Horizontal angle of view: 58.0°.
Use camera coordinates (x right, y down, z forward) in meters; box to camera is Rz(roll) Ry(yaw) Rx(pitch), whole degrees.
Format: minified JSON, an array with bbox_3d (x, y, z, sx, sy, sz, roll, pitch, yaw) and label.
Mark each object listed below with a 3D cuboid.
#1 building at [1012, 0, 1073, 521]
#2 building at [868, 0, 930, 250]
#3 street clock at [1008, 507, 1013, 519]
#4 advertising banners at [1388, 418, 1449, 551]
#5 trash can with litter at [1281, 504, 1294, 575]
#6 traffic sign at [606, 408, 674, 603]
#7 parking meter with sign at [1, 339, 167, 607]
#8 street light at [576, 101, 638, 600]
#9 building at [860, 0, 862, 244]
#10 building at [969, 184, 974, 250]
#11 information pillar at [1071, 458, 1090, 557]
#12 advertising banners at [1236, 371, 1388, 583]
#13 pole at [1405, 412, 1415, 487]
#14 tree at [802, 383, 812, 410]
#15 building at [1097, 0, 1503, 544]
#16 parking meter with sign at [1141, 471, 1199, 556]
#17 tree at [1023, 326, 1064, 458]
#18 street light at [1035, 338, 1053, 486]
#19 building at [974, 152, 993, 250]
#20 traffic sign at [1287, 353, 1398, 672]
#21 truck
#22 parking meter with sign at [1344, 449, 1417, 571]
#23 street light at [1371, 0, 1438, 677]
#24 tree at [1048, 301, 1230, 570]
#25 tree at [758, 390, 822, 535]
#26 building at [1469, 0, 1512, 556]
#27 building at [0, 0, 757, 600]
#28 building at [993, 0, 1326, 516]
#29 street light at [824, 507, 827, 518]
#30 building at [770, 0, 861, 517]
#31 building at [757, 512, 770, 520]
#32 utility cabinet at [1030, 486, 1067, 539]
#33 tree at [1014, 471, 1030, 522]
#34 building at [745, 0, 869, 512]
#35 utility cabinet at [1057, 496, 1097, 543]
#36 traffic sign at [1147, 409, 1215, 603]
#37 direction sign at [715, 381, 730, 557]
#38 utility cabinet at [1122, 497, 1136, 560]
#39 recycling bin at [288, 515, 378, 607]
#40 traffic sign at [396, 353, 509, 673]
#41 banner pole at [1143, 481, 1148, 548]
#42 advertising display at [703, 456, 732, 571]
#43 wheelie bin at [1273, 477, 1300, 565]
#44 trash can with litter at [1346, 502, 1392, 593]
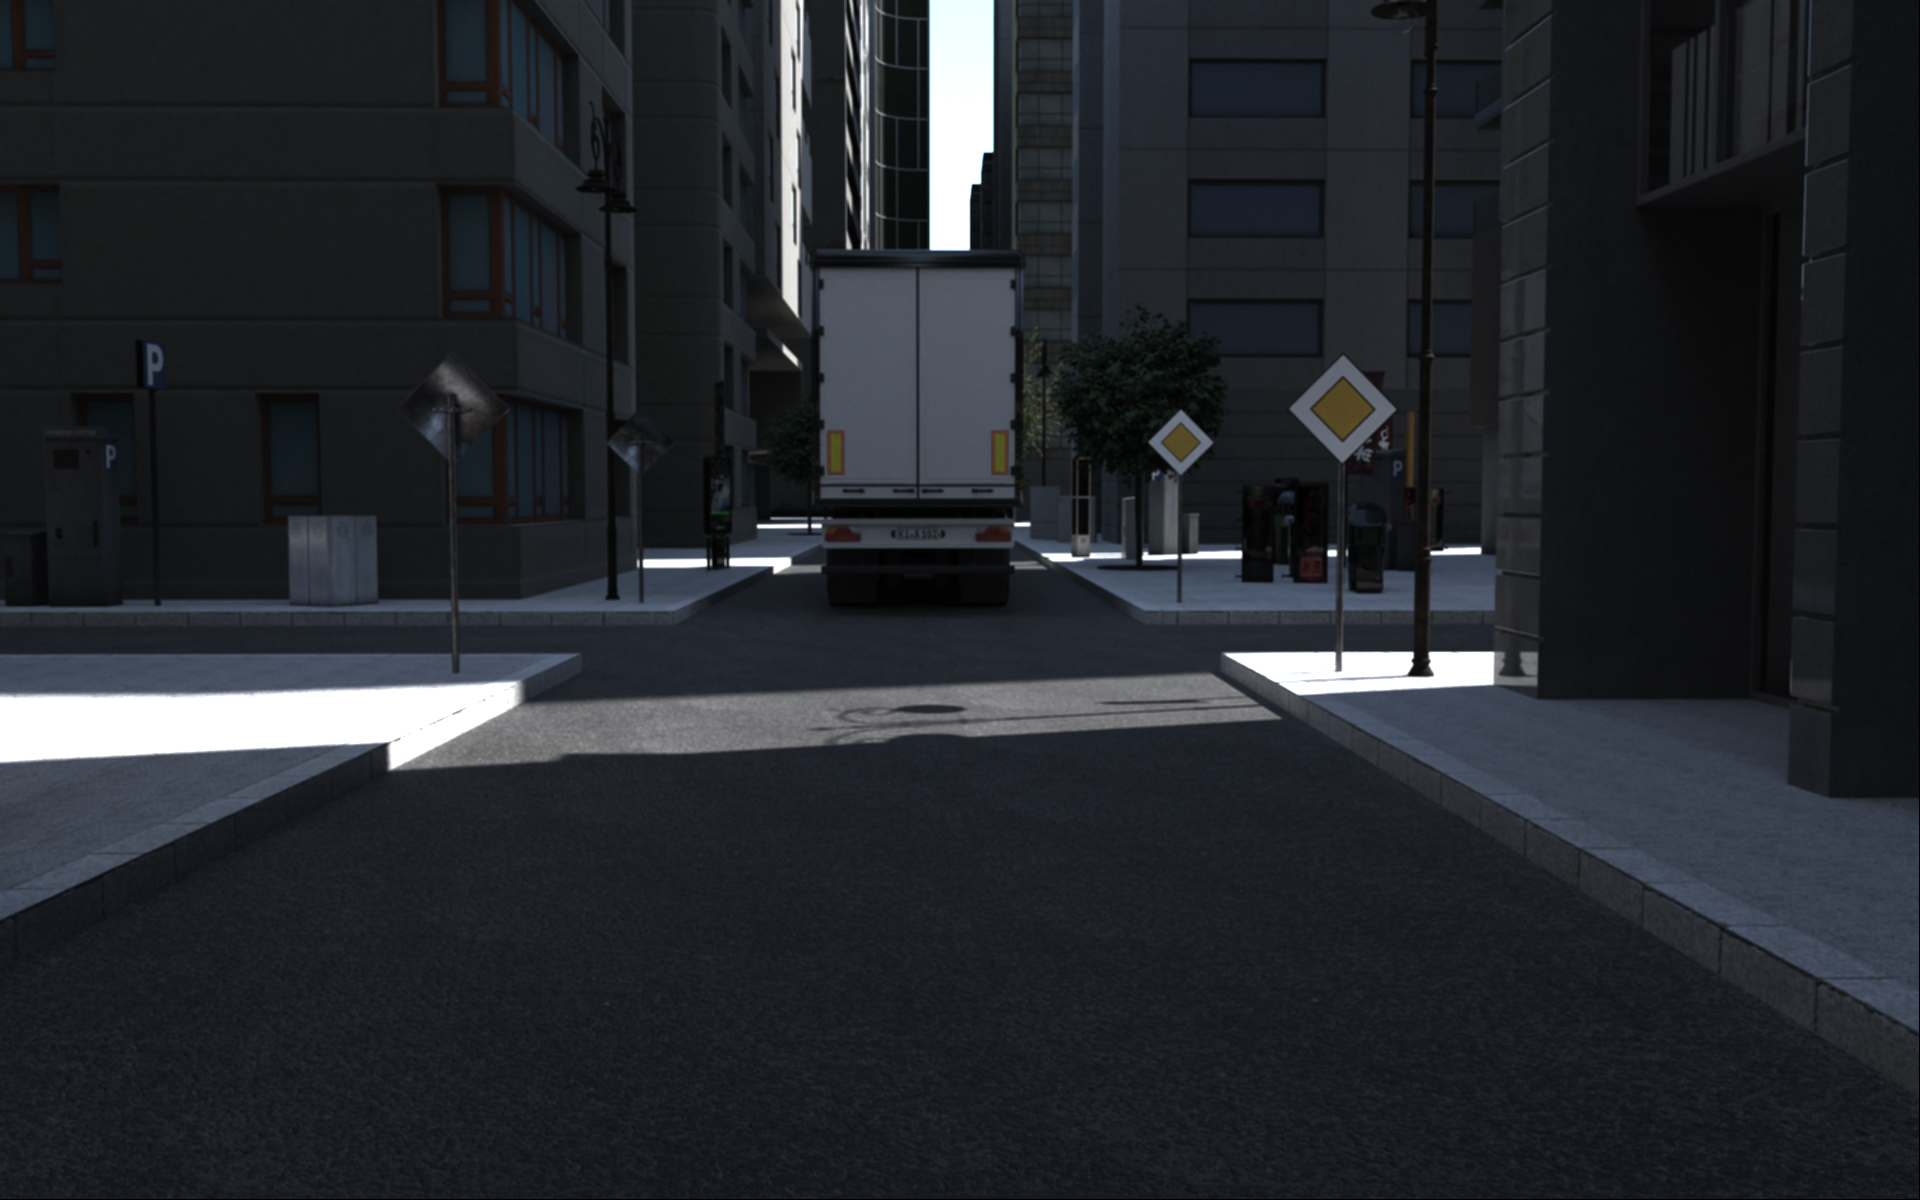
[{"bbox_3d":[9.575,-24.747,88.206,14.154,41.232,14.086,0,4,-1],"label":"building"},{"bbox_3d":[-13.547,-45.887,188.496,20.611,71.187,20.563,0,4,-1],"label":"building"},{"bbox_3d":[1.850,-3.613,63.645,0.471,2.002,0.358,-1,4,-13],"label":"street clock"},{"bbox_3d":[10.277,-2.653,39.565,0.090,3.025,2.074,-3,4,-37],"label":"advertising banners"},{"bbox_3d":[5.282,-0.944,26.818,0.624,1.170,1.055,1,4,10],"label":"trash can with litter"},{"bbox_3d":[-3.749,-1.021,20.341,0.795,2.450,0.064,0,4,-1],"label":"traffic sign"},{"bbox_3d":[-10.048,-1.441,19.828,1.738,3.016,0.543,0,4,0],"label":"parking meter with sign"},{"bbox_3d":[-4.232,-2.944,20.923,0.468,5.910,1.993,0,4,-1],"label":"street light"},{"bbox_3d":[-14.325,-26.921,123.756,14.154,41.232,14.086,0,4,-1],"label":"building"},{"bbox_3d":[7.856,-23.973,163.665,14.160,30.474,14.107,0,4,-1],"label":"building"},{"bbox_3d":[2.459,-1.879,35.209,0.304,2.012,0.304,-1,4,-16],"label":"information pillar"},{"bbox_3d":[5.030,-1.758,24.923,2.074,3.025,0.090,1,4,12],"label":"advertising banners"},{"bbox_3d":[11.177,-3.012,43.088,0.158,3.312,0.155,0,3,0],"label":"pole"},{"bbox_3d":[-6.203,-8.492,89.203,4.360,8.622,3.978,0,3,0],"label":"tree"},{"bbox_3d":[14.256,-31.475,56.619,21.231,58.520,28.212,0,4,-1],"label":"building"},{"bbox_3d":[4.368,-2.466,36.587,1.738,3.016,0.543,-3,5,-45],"label":"parking meter with sign"},{"bbox_3d":[2.415,-7.595,74.539,4.737,8.622,4.395,0,3,0],"label":"tree"},{"bbox_3d":[2.493,-4.813,51.478,0.468,5.910,1.993,0,4,-1],"label":"street light"},{"bbox_3d":[8.724,-23.092,149.261,14.160,30.474,14.107,0,4,-1],"label":"building"},{"bbox_3d":[2.732,-0.538,12.446,0.795,2.450,0.064,0,4,-1],"label":"traffic sign"},{"bbox_3d":[-0.604,-2.237,25.494,2.839,4.237,11.283,0,4,-1],"label":"truck"},{"bbox_3d":[7.164,-2.027,29.404,0.543,3.016,1.738,-2,4,-34],"label":"parking meter with sign"},{"bbox_3d":[3.256,-2.402,12.054,0.468,5.910,1.993,0,4,-1],"label":"street light"},{"bbox_3d":[3.137,-2.815,29.733,4.285,4.588,4.351,0,3,0],"label":"tree"},{"bbox_3d":[-4.680,-4.345,54.749,4.285,4.588,4.351,0,3,0],"label":"tree"},{"bbox_3d":[17.977,-23.157,28.734,14.200,45.320,14.600,0,4,-1],"label":"building"},{"bbox_3d":[-19.417,-11.594,34.594,27.650,21.520,28.899,0,4,-1],"label":"building"},{"bbox_3d":[12.918,-35.801,127.353,21.231,58.520,28.212,0,4,-1],"label":"building"},{"bbox_3d":[-4.939,-5.546,63.473,0.468,5.910,1.993,0,4,-1],"label":"street light"},{"bbox_3d":[-17.126,-29.466,105.479,21.300,48.544,21.600,0,4,-1],"label":"building"},{"bbox_3d":[-20.166,-29.390,69.762,28.713,52.752,27.495,0,4,-1],"label":"building"},{"bbox_3d":[2.511,-2.462,48.939,0.318,1.500,1.173,-3,5,-43],"label":"utility cabinet"},{"bbox_3d":[2.283,-5.132,78.506,1.663,3.219,1.824,0,3,0],"label":"tree"},{"bbox_3d":[-21.589,-34.635,155.519,27.495,52.752,28.713,0,4,-1],"label":"building"},{"bbox_3d":[3.097,-2.118,45.793,1.020,1.237,0.306,1,4,15],"label":"utility cabinet"},{"bbox_3d":[2.594,-1.027,20.430,0.795,2.450,0.064,0,4,-1],"label":"traffic sign"},{"bbox_3d":[-4.865,-2.637,35.107,0.379,3.537,0.876,-1,4,-18],"label":"direction sign"},{"bbox_3d":[3.378,-1.416,34.307,0.306,1.237,1.020,0,4,1],"label":"utility cabinet"},{"bbox_3d":[-7.272,-0.461,20.098,0.722,1.027,0.722,2,4,27],"label":"recycling bin"},{"bbox_3d":[-3.612,-0.533,12.358,0.795,2.450,0.064,0,4,-1],"label":"traffic sign"},{"bbox_3d":[4.549,-3.168,41.811,0.401,3.779,0.863,3,5,43],"label":"banner pole"},{"bbox_3d":[-4.111,-1.481,29.421,0.123,1.923,0.974,1,4,14],"label":"advertising display"},{"bbox_3d":[5.966,-1.451,31.639,0.693,1.594,0.980,-2,4,-28],"label":"wheelie bin"},{"bbox_3d":[5.417,-0.697,22.782,0.624,1.170,1.055,0,4,7],"label":"trash can with litter"}]
